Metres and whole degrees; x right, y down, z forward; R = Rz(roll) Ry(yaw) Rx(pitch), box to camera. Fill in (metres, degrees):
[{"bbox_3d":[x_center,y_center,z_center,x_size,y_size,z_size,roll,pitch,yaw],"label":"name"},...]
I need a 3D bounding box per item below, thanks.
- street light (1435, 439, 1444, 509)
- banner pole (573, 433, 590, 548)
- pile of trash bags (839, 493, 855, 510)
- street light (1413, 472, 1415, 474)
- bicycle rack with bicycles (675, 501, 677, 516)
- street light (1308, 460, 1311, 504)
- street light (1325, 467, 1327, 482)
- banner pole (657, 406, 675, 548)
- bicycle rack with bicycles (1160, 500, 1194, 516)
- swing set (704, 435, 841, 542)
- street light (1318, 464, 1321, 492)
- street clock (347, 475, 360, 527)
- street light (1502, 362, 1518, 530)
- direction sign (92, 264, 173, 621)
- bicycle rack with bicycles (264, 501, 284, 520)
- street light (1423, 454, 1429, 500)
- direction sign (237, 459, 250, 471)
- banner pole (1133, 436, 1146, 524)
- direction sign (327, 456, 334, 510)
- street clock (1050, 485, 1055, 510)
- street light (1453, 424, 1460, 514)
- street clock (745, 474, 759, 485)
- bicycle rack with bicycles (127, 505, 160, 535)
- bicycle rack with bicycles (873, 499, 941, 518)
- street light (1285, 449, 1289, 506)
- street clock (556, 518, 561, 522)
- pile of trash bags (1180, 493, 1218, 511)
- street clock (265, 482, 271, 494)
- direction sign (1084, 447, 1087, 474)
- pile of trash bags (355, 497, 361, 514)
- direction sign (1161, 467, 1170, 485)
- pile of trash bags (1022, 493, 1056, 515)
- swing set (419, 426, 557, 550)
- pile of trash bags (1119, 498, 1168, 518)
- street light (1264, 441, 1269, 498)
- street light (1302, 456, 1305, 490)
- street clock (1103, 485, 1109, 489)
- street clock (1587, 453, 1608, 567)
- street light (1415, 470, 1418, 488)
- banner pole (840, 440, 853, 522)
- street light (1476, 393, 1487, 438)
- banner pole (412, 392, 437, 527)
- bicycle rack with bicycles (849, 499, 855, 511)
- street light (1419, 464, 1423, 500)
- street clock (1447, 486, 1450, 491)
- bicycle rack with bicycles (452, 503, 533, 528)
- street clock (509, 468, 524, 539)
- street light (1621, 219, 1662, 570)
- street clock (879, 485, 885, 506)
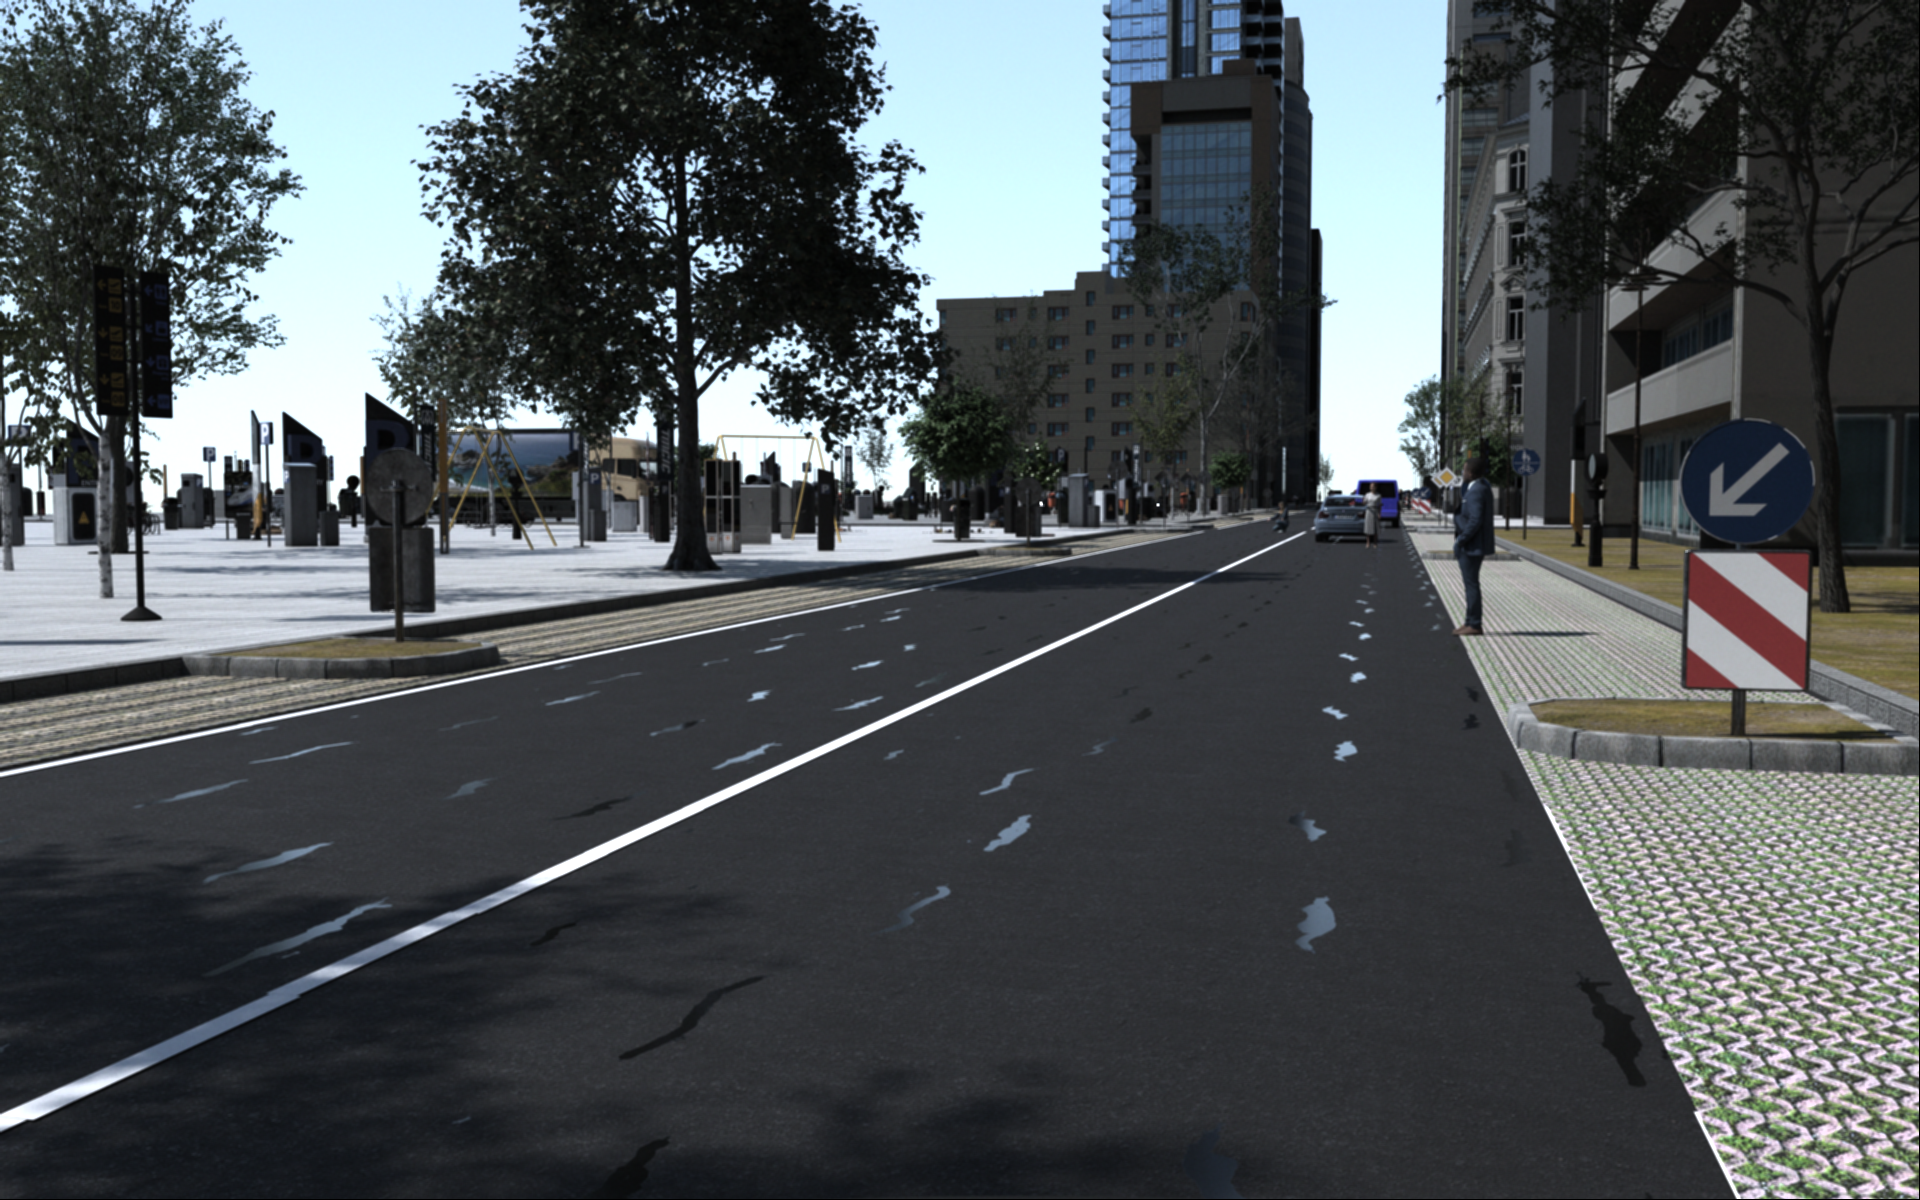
[{"bbox_3d":[39.539,-10.378,142.474,0.468,5.910,1.993,1,4,14],"label":"street light"},{"bbox_3d":[-8.960,-3.135,41.274,0.401,3.779,0.863,-2,4,-31],"label":"banner pole"},{"bbox_3d":[-8.720,-7.936,139.506,3.447,1.369,1.912,3,5,44],"label":"pile of trash bags"},{"bbox_3d":[69.993,-17.905,265.531,0.468,5.910,1.993,1,4,14],"label":"street light"},{"bbox_3d":[-15.740,-5.396,101.604,2.925,0.926,2.852,3,5,45],"label":"bicycle rack with bicycles"},{"bbox_3d":[46.229,-15.674,229.058,0.468,5.910,1.993,1,4,14],"label":"street light"},{"bbox_3d":[61.891,-19.564,292.661,0.468,5.910,1.993,1,4,14],"label":"street light"},{"bbox_3d":[-6.763,-3.099,40.682,0.863,3.779,0.401,-3,4,-36],"label":"banner pole"},{"bbox_3d":[12.250,-5.456,102.580,2.925,0.926,2.852,1,4,16],"label":"bicycle rack with bicycles"},{"bbox_3d":[-5.240,-2.986,46.434,3.119,2.851,2.862,-2,4,-32],"label":"swing set"},{"bbox_3d":[54.114,-17.607,260.665,0.468,5.910,1.993,1,4,14],"label":"street light"},{"bbox_3d":[-23.434,-3.814,66.934,0.471,2.002,0.358,-1,4,-23],"label":"street clock"},{"bbox_3d":[19.321,-5.393,60.961,0.468,5.910,1.993,1,4,14],"label":"street light"},{"bbox_3d":[-8.340,-1.562,17.537,0.379,3.537,0.876,2,4,26],"label":"direction sign"},{"bbox_3d":[-33.991,-4.454,86.206,2.852,0.926,2.925,-3,5,-41],"label":"bicycle rack with bicycles"},{"bbox_3d":[49.968,-12.967,184.805,0.468,5.910,1.993,1,4,14],"label":"street light"},{"bbox_3d":[-46.876,-7.425,113.402,0.876,3.537,0.379,1,4,12],"label":"direction sign"},{"bbox_3d":[7.668,-5.166,74.476,0.401,3.779,0.863,-2,4,-31],"label":"banner pole"},{"bbox_3d":[-37.170,-6.729,102.016,0.876,3.537,0.379,2,4,33],"label":"direction sign"},{"bbox_3d":[7.388,-8.255,139.540,0.471,2.002,0.358,-1,4,-19],"label":"street clock"},{"bbox_3d":[31.714,-8.444,110.852,0.468,5.910,1.993,1,4,14],"label":"street light"},{"bbox_3d":[-7.697,-3.640,64.092,0.471,2.002,0.358,-3,4,-36],"label":"street clock"},{"bbox_3d":[-26.397,-2.521,54.596,2.852,0.926,2.925,1,4,13],"label":"bicycle rack with bicycles"},{"bbox_3d":[-3.243,-5.494,103.204,2.852,0.926,2.925,-2,4,-28],"label":"bicycle rack with bicycles"},{"bbox_3d":[33.912,-12.641,179.467,0.468,5.910,1.993,1,4,14],"label":"street light"},{"bbox_3d":[-18.761,-4.673,80.965,0.358,2.002,0.471,0,4,3],"label":"street clock"},{"bbox_3d":[18.729,-7.636,134.603,3.447,1.369,1.912,-1,4,-14],"label":"pile of trash bags"},{"bbox_3d":[-41.136,-6.018,102.957,0.358,2.002,0.471,-2,4,-29],"label":"street clock"},{"bbox_3d":[6.115,-5.641,84.235,0.379,3.537,0.876,1,4,10],"label":"direction sign"},{"bbox_3d":[-37.731,-6.183,110.841,1.912,1.369,3.447,3,5,41],"label":"pile of trash bags"},{"bbox_3d":[17.482,-9.514,147.546,0.876,3.537,0.379,3,5,39],"label":"direction sign"},{"bbox_3d":[4.932,-5.944,106.934,1.912,1.369,3.447,-2,4,-30],"label":"pile of trash bags"},{"bbox_3d":[-11.352,-2.681,41.457,2.862,2.851,3.119,0,4,-2],"label":"swing set"},{"bbox_3d":[9.578,-5.078,92.770,1.912,1.369,3.447,3,4,39],"label":"pile of trash bags"},{"bbox_3d":[26.088,-10.707,147.844,0.468,5.910,1.993,1,4,14],"label":"street light"},{"bbox_3d":[41.987,-14.620,211.826,0.468,5.910,1.993,1,4,14],"label":"street light"},{"bbox_3d":[11.111,-7.787,131.887,0.471,2.002,0.358,1,4,13],"label":"street clock"},{"bbox_3d":[11.222,-1.588,30.531,0.358,2.002,0.471,0,4,2],"label":"street clock"},{"bbox_3d":[61.907,-15.919,233.055,0.468,5.910,1.993,1,4,14],"label":"street light"},{"bbox_3d":[-5.196,-5.427,78.752,0.863,3.779,0.401,3,4,36],"label":"banner pole"},{"bbox_3d":[23.761,-6.501,79.077,0.468,5.910,1.993,1,4,14],"label":"street light"},{"bbox_3d":[-13.200,-3.217,42.616,0.401,3.779,0.863,2,4,31],"label":"banner pole"},{"bbox_3d":[-6.279,-6.519,119.965,2.852,0.926,2.925,2,4,28],"label":"bicycle rack with bicycles"},{"bbox_3d":[57.820,-14.901,216.421,0.468,5.910,1.993,1,4,14],"label":"street light"},{"bbox_3d":[35.375,-7.398,125.534,0.358,2.002,0.471,0,4,-5],"label":"street clock"},{"bbox_3d":[-18.223,-3.256,66.612,2.925,0.926,2.852,3,5,39],"label":"bicycle rack with bicycles"},{"bbox_3d":[-12.560,-2.721,49.057,0.358,2.002,0.471,-3,5,-43],"label":"street clock"},{"bbox_3d":[11.487,-3.459,29.341,0.468,5.910,1.993,1,4,14],"label":"street light"},{"bbox_3d":[-6.497,-8.505,143.632,0.471,2.002,0.358,1,4,13],"label":"street clock"}]
